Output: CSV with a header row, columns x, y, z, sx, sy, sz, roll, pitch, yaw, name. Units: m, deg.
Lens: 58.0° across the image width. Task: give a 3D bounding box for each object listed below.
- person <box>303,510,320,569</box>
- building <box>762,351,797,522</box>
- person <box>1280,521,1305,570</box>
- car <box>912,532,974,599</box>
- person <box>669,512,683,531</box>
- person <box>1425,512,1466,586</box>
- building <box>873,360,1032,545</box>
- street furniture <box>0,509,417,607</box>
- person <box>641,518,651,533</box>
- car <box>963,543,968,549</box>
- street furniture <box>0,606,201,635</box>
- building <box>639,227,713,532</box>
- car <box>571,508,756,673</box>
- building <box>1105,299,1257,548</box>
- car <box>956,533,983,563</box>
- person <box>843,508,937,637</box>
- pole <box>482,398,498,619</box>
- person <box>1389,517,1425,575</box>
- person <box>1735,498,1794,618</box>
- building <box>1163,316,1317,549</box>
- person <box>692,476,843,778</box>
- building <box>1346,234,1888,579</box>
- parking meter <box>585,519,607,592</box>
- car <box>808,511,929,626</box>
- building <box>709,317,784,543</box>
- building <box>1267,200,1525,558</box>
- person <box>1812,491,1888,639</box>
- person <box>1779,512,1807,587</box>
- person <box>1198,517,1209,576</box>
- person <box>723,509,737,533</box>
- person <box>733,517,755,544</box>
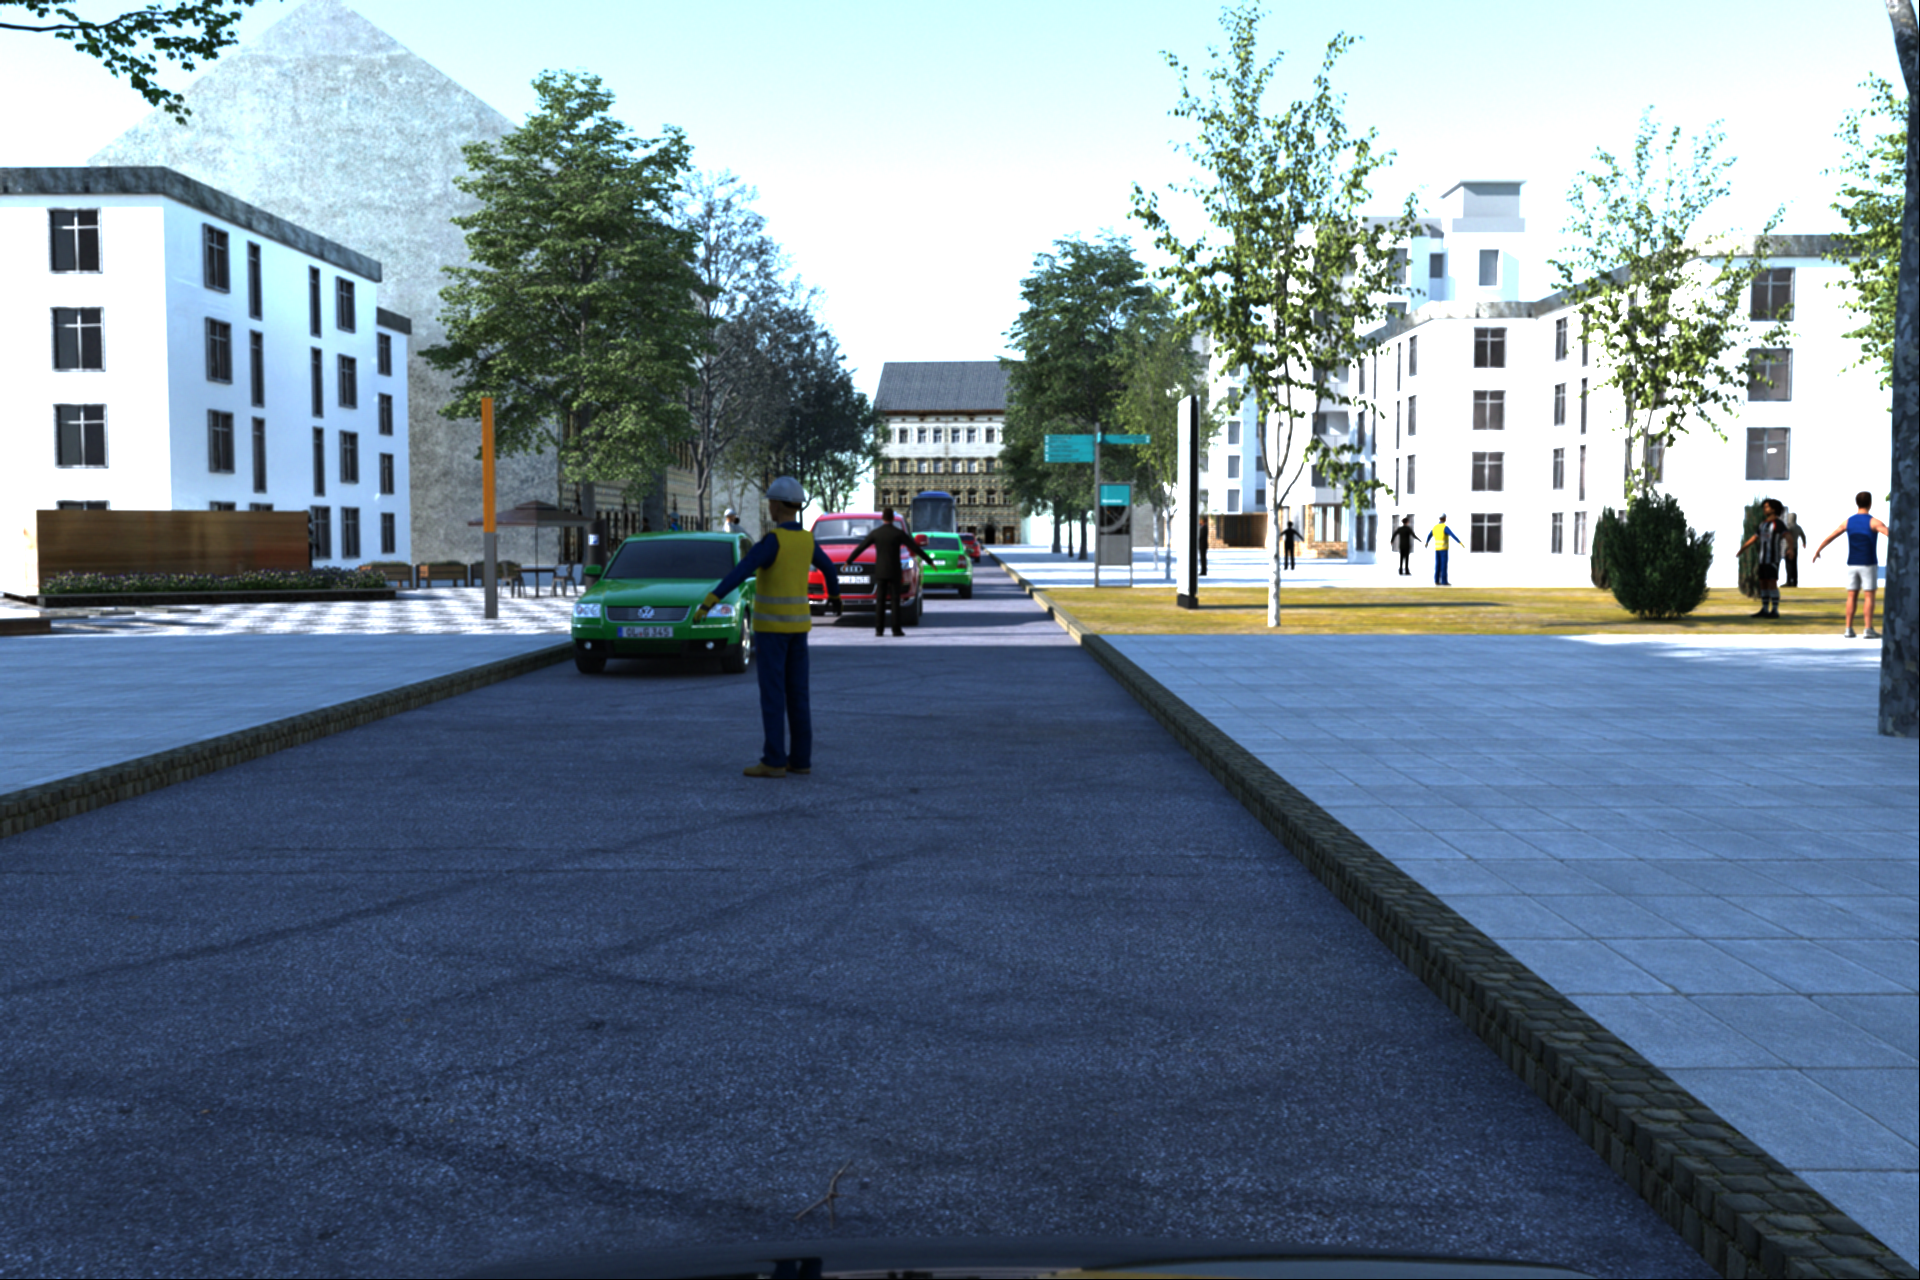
x,y,z,sx,sy,sz,roll,pitch,yaw,name
-15.678,-2.190,41.591,0.705,1.856,1.354,-3,4,-37,person
-27.236,-19.324,182.401,16.747,18.905,31.486,0,4,1,building
11.609,-3.330,61.164,1.216,1.740,0.721,0,4,-8,person
-0.642,-1.896,39.791,1.959,1.807,4.718,0,4,-1,car
-7.054,-2.232,42.623,0.704,1.817,1.347,1,4,15,person
11.970,-2.261,42.933,0.705,1.833,1.349,-2,4,-29,person
-0.590,-23.534,218.169,18.063,23.208,19.493,0,4,6,building
-14.343,-1.649,33.813,11.010,1.723,9.812,-2,4,-35,street furniture
-10.131,-3.026,55.608,0.704,1.812,1.346,1,4,12,person
-0.662,-4.158,80.347,2.083,1.381,4.827,0,4,-1,car
-17.021,-0.961,22.568,9.812,1.723,11.010,3,5,43,street furniture
-24.993,-16.492,100.573,19.493,23.208,18.063,0,4,-1,building
-3.058,-0.639,19.249,1.959,1.807,4.718,0,4,1,car
24.043,-20.753,170.242,19.493,23.208,18.063,0,4,1,building
0.091,-4.811,87.692,2.155,1.783,4.494,0,4,-1,car
-0.997,-0.955,24.298,1.346,1.802,0.704,1,4,9,person
-7.068,-1.969,26.033,0.158,3.312,0.155,0,3,0,pole
13.841,-2.913,53.819,0.705,1.806,1.347,-3,4,-37,person
12.362,-1.245,26.495,0.704,1.843,1.345,-1,4,-10,person
23.751,-18.419,157.578,16.016,20.090,11.380,0,3,0,building
-1.108,-0.086,10.333,0.721,1.772,1.216,3,4,38,person
21.498,-7.372,62.686,9.099,9.664,28.070,0,4,0,building
-6.129,-1.270,29.182,0.372,1.533,0.369,0,3,0,parking meter
-1.652,-1.230,28.788,2.281,1.827,5.304,0,4,0,car
-26.016,-19.821,155.008,19.493,23.208,18.063,0,4,1,building
23.941,-15.184,104.673,16.016,20.090,11.380,0,4,0,building
11.126,-0.927,21.330,0.704,1.807,1.345,-3,4,-37,person
20.074,-2.186,41.870,1.348,1.813,0.705,-2,4,-29,person
7.441,-2.871,53.166,0.704,1.802,1.346,1,4,18,person
-5.169,-2.037,39.161,0.705,1.847,1.347,-1,4,-14,person
-6.859,-2.863,52.998,1.347,1.806,0.705,-2,4,-29,person
